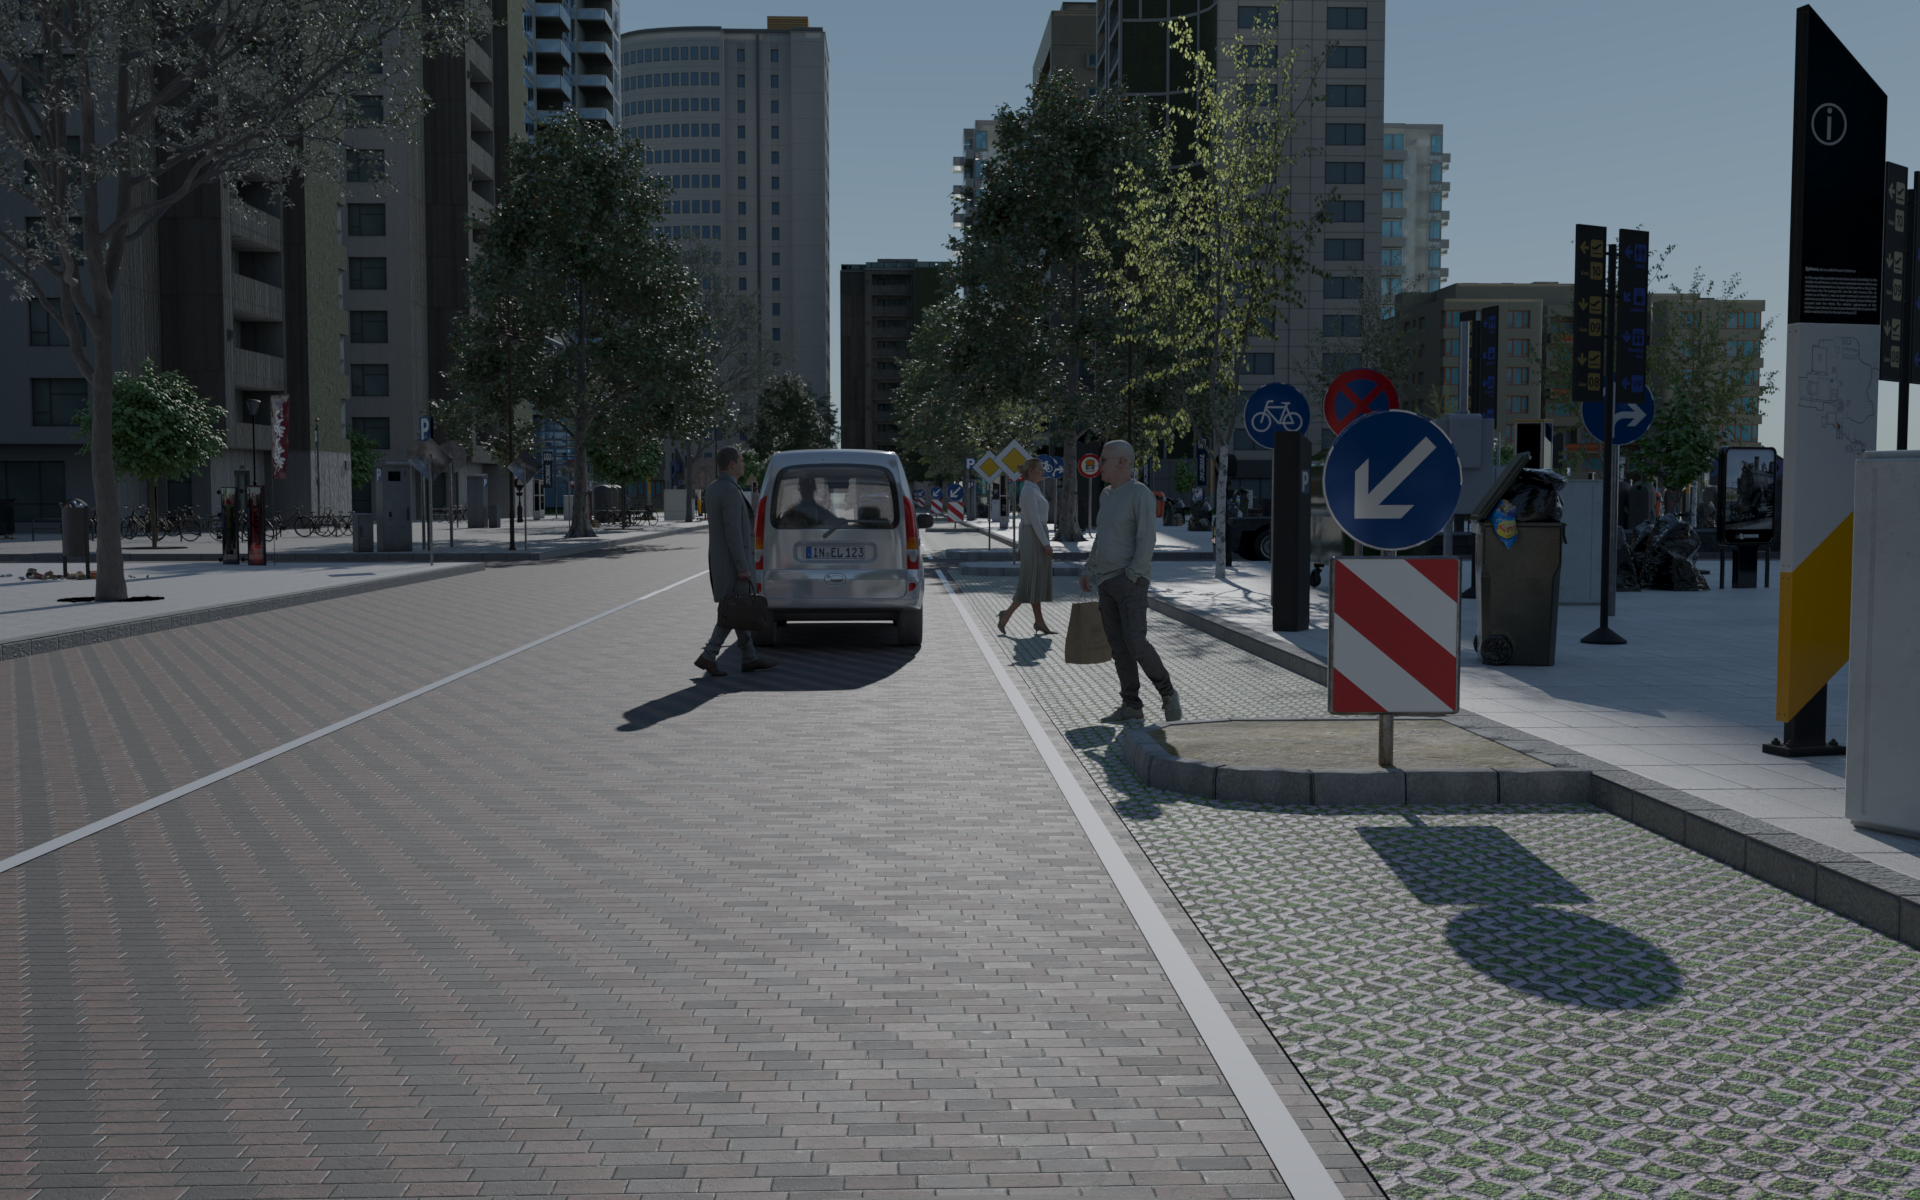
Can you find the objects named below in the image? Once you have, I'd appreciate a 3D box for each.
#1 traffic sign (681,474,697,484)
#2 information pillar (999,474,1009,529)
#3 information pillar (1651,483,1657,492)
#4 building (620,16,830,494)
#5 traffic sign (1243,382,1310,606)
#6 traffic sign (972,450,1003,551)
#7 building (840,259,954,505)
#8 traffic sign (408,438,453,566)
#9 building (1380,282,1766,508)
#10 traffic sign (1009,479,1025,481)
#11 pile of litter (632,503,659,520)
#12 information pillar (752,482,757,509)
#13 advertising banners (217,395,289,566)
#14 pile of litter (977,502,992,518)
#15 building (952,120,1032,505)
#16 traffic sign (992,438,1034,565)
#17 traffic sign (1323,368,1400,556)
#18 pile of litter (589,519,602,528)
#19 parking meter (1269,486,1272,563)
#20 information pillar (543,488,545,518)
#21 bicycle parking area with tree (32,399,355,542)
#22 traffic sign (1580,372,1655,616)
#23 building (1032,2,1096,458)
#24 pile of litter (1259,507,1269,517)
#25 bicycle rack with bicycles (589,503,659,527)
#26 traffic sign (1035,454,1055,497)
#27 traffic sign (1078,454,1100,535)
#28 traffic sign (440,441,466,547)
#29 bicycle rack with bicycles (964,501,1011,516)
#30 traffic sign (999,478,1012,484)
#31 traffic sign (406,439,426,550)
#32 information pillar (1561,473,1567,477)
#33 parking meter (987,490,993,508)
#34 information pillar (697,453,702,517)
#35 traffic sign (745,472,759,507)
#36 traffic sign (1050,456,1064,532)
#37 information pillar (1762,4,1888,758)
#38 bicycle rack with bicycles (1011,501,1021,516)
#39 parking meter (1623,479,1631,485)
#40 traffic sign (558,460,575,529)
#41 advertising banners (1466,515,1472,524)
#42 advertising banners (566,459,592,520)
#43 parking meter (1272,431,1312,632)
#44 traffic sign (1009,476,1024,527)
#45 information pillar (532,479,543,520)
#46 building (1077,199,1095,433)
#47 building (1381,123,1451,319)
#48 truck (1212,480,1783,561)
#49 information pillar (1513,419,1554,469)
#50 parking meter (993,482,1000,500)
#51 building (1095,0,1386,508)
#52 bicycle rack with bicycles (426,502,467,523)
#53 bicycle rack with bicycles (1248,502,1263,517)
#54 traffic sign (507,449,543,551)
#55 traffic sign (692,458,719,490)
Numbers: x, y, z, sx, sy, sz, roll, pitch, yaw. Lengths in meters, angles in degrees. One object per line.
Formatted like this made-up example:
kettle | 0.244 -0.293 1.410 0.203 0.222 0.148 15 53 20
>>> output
traffic sign | -14.813 -5.791 94.686 0.884 2.594 0.081 0 4 7
information pillar | 1.638 -3.656 64.270 0.304 2.012 0.304 1 4 12
information pillar | 30.009 -4.321 75.145 0.304 2.012 0.304 -2 4 -26
building | -30.504 -41.305 217.329 28.212 58.520 21.231 0 4 -2
traffic sign | 3.613 -1.207 19.844 0.768 2.556 0.104 0 4 -1
traffic sign | 0.667 -2.182 39.324 0.795 2.450 0.064 0 4 -2
building | -7.892 -27.152 215.628 14.107 30.474 14.160 0 4 -2
traffic sign | -9.457 -1.671 30.958 0.795 2.450 0.064 0 4 -2
building | 56.573 -19.724 167.528 28.899 21.520 27.650 0 4 -2
traffic sign | 2.202 -4.296 70.241 0.884 2.594 0.081 0 4 4
pile of litter | -15.402 -4.336 84.852 1.176 0.858 1.719 -2 4 -30
information pillar | -12.143 -5.984 102.322 0.304 2.012 0.304 -1 4 -13
advertising banners | -12.664 -2.134 31.075 2.074 3.025 0.090 2 4 32
pile of litter | 1.181 -4.808 92.577 1.719 0.858 1.176 1 4 22
building | 14.187 -36.761 220.647 30.456 49.044 23.786 0 4 -2
traffic sign | 0.980 -1.694 31.345 0.795 2.450 0.064 0 4 -2
traffic sign | 4.055 -1.069 17.578 0.768 2.556 0.104 0 4 4
pile of litter | -14.278 -3.224 66.675 1.176 0.858 1.719 1 4 23
parking meter | 5.942 -1.453 32.173 0.372 1.533 0.369 0 3 0
information pillar | -22.040 -5.290 90.986 0.304 2.012 0.304 3 4 38
bicycle parking area with tree | -21.661 -3.859 50.101 9.016 4.147 8.231 1 4 21
traffic sign | 6.857 -1.104 18.154 0.768 2.556 0.104 0 4 1
building | 18.506 -33.350 168.971 21.300 48.544 21.600 0 4 -2
pile of litter | 13.916 -3.847 76.860 1.719 0.858 1.176 1 4 11
bicycle rack with bicycles | -13.510 -3.448 69.756 2.925 0.926 2.852 -2 4 -35
traffic sign | 2.664 -3.383 55.424 0.768 2.556 0.104 0 4 2
traffic sign | 4.091 -3.325 54.476 0.768 2.556 0.104 0 4 7
traffic sign | -12.290 -2.550 41.798 0.768 2.556 0.104 0 4 6
bicycle rack with bicycles | 1.191 -5.605 105.022 2.925 0.926 2.852 -1 4 -10
traffic sign | 2.588 -5.918 96.867 0.768 2.556 0.104 0 4 0
traffic sign | -12.299 -2.420 39.669 0.768 2.556 0.104 0 4 1
information pillar | 20.851 -3.400 60.084 0.304 2.012 0.304 3 4 37
parking meter | 1.928 -6.247 110.543 0.372 1.533 0.369 0 3 0
information pillar | -14.798 -6.537 98.236 0.183 3.616 0.504 -2 4 -24
traffic sign | -12.459 -6.337 103.611 0.884 2.594 0.081 0 4 8
traffic sign | 3.202 -3.541 57.998 0.768 2.556 0.104 0 4 7
information pillar | 4.249 -1.046 8.464 0.504 3.616 0.183 -1 4 -14
bicycle rack with bicycles | 5.076 -5.906 109.937 2.852 0.926 2.925 1 4 14
parking meter | 25.769 -3.745 66.939 0.255 1.863 0.399 2 4 26
traffic sign | -13.138 -3.490 58.239 0.795 2.450 0.064 0 4 4
advertising banners | 22.358 -4.846 75.425 2.074 3.025 0.090 -3 5 -41
advertising banners | -18.707 -5.551 86.952 2.074 3.025 0.090 0 4 -4
parking meter | 3.120 -0.646 16.270 0.255 1.863 0.399 2 4 31
traffic sign | 2.084 -4.154 67.925 0.884 2.594 0.081 0 4 1
information pillar | -20.824 -4.932 85.135 0.304 2.012 0.304 -1 4 -22
building | 16.538 -23.214 151.244 14.160 30.474 14.107 0 4 -2
building | 45.796 -36.845 222.017 30.456 49.044 23.786 0 4 -2
truck | 14.735 -2.799 35.525 18.799 4.110 2.967 0 4 0
information pillar | 5.674 -0.777 17.192 0.304 2.012 0.304 2 4 35
parking meter | 1.770 -4.682 82.270 0.399 1.863 0.255 1 4 23
building | 19.590 -42.474 132.699 20.563 71.187 20.611 0 4 -2
bicycle rack with bicycles | -22.539 -3.956 78.060 2.852 0.926 2.925 3 5 41
bicycle rack with bicycles | 13.812 -4.074 79.999 2.925 0.926 2.852 -1 4 -18
traffic sign | -9.770 -2.159 38.937 0.795 2.450 0.064 0 4 -2
traffic sign | -13.788 -6.286 96.646 2.265 3.308 0.079 0 4 1
